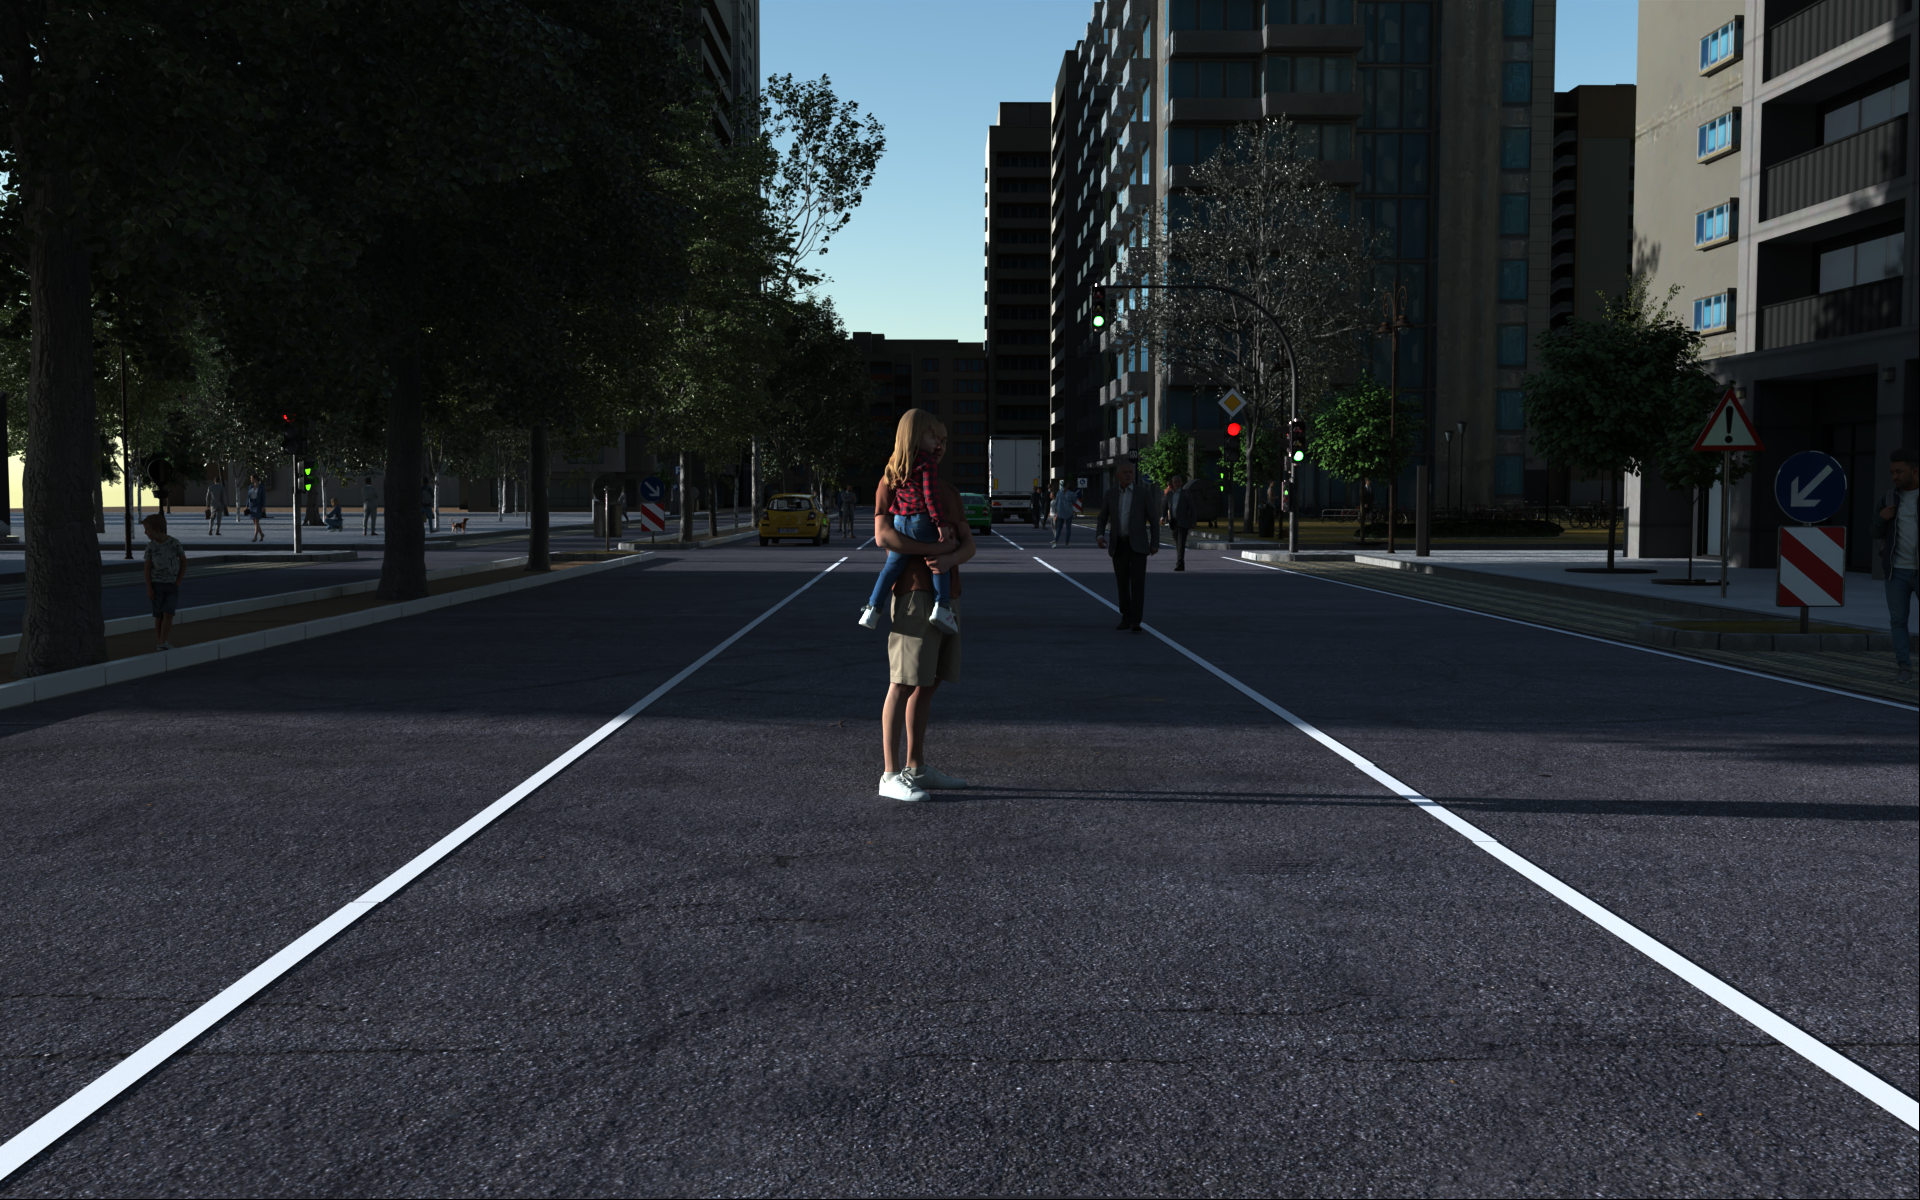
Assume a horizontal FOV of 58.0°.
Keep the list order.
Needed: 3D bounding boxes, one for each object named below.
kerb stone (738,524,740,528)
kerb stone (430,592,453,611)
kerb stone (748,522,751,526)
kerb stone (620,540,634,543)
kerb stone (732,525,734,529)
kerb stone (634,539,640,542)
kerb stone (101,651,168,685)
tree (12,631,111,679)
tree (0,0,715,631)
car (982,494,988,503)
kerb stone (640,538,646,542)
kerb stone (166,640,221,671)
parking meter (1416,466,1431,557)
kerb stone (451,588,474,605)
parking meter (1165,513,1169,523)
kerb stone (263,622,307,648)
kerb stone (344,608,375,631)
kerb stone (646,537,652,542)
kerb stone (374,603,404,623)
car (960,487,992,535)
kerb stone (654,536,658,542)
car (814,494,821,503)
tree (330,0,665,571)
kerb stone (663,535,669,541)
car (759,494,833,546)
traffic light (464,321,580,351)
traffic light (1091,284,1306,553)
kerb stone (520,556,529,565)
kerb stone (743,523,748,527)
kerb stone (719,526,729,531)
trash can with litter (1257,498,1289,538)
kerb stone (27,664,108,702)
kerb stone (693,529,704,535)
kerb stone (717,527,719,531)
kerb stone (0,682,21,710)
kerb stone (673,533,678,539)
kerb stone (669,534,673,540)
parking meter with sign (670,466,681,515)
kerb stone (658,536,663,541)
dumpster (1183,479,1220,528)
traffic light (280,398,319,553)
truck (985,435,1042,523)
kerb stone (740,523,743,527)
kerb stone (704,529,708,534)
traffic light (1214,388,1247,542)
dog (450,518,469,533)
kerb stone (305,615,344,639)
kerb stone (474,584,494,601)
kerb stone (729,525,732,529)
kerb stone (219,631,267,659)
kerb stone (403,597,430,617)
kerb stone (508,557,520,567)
[{"bbox_3d":[-9.409,-3.072,72.419,0.120,0.150,1.000,0,4,-1],"label":"kerb stone"},{"bbox_3d":[-6.572,0.035,21.649,0.120,0.150,1.000,0,4,-1],"label":"kerb stone"},{"bbox_3d":[-9.469,-3.323,76.525,0.120,0.150,1.000,0,4,-1],"label":"kerb stone"},{"bbox_3d":[-9.032,-1.503,46.774,0.120,0.150,1.000,0,4,-1],"label":"kerb stone"},{"bbox_3d":[-9.368,-2.944,70.366,0.120,0.150,1.000,0,4,-1],"label":"kerb stone"},{"bbox_3d":[-9.045,-1.564,47.796,0.120,0.150,1.000,0,4,-1],"label":"kerb stone"},{"bbox_3d":[-6.446,0.536,13.439,0.120,0.150,1.000,0,4,-1],"label":"kerb stone"},{"bbox_3d":[-7.061,-6.370,13.266,9.857,13.997,8.962,0,3,0],"label":"tree"},{"bbox_3d":[-7.580,-6.978,23.198,9.857,13.997,8.962,0,3,0],"label":"tree"},{"bbox_3d":[1.842,-7.497,134.377,2.131,1.459,4.920,0,4,-3],"label":"car"},{"bbox_3d":[-9.062,-1.629,48.823,0.120,0.150,1.000,0,4,-1],"label":"kerb stone"},{"bbox_3d":[-6.463,0.475,14.464,0.120,0.150,1.000,0,4,-1],"label":"kerb stone"},{"bbox_3d":[9.559,-1.835,35.716,0.255,1.863,0.399,1,4,20],"label":"parking meter"},{"bbox_3d":[-6.584,-0.029,22.671,0.120,0.150,1.000,0,4,-1],"label":"kerb stone"},{"bbox_3d":[9.169,-4.270,75.517,0.399,1.863,0.255,1,4,11],"label":"parking meter"},{"bbox_3d":[-6.493,0.347,16.517,0.120,0.150,1.000,0,4,-1],"label":"kerb stone"},{"bbox_3d":[-6.520,0.226,18.569,0.120,0.150,1.000,0,4,-1],"label":"kerb stone"},{"bbox_3d":[-9.079,-1.689,49.846,0.120,0.150,1.000,0,4,-1],"label":"kerb stone"},{"bbox_3d":[-6.537,0.159,19.596,0.120,0.150,1.000,0,4,-1],"label":"kerb stone"},{"bbox_3d":[0.147,-3.231,61.617,1.959,1.807,4.718,0,4,-2],"label":"car"},{"bbox_3d":[-9.094,-1.750,50.881,0.120,0.150,1.000,0,4,-1],"label":"kerb stone"},{"bbox_3d":[-13.072,-8.532,151.496,2.014,1.417,4.499,0,4,-2],"label":"car"},{"bbox_3d":[-7.929,-6.826,32.193,7.486,12.596,7.792,0,3,0],"label":"tree"},{"bbox_3d":[-9.118,-1.879,52.925,0.120,0.150,1.000,0,4,-1],"label":"kerb stone"},{"bbox_3d":[-4.662,-2.382,49.174,2.015,1.641,3.980,0,4,1],"label":"car"},{"bbox_3d":[-12.399,-4.338,45.587,4.771,5.953,1.251,0,4,-1],"label":"traffic light"},{"bbox_3d":[5.196,-3.855,37.696,4.771,5.953,1.251,0,4,-1],"label":"traffic light"},{"bbox_3d":[-8.867,-0.781,34.983,0.120,0.150,1.000,0,4,-1],"label":"kerb stone"},{"bbox_3d":[-9.447,-3.260,75.499,0.120,0.150,1.000,0,4,-1],"label":"kerb stone"},{"bbox_3d":[-9.347,-2.821,68.320,0.120,0.150,1.000,0,4,-1],"label":"kerb stone"},{"bbox_3d":[9.282,-2.425,51.042,1.055,1.170,0.624,1,4,11],"label":"trash can with litter"},{"bbox_3d":[-6.431,0.598,12.418,0.120,0.150,1.000,0,4,-1],"label":"kerb stone"},{"bbox_3d":[-9.239,-2.379,61.142,0.120,0.150,1.000,0,4,-1],"label":"kerb stone"},{"bbox_3d":[-9.306,-2.633,65.250,0.120,0.150,1.000,0,4,-1],"label":"kerb stone"},{"bbox_3d":[-6.415,0.666,11.396,0.120,0.150,1.000,0,4,-1],"label":"kerb stone"},{"bbox_3d":[-9.150,-2.002,54.969,0.120,0.150,1.000,0,4,-1],"label":"kerb stone"},{"bbox_3d":[-9.143,-1.941,53.947,0.120,0.150,1.000,0,4,-1],"label":"kerb stone"},{"bbox_3d":[-17.413,-6.726,106.237,0.543,3.016,1.738,0,4,3],"label":"parking meter with sign"},{"bbox_3d":[-9.109,-1.817,51.903,0.120,0.150,1.000,0,4,-1],"label":"kerb stone"},{"bbox_3d":[9.114,-3.653,65.480,1.264,1.857,1.865,0,4,-1],"label":"dumpster"},{"bbox_3d":[-14.372,-2.973,37.537,0.839,4.253,0.868,0,4,-1],"label":"traffic light"},{"bbox_3d":[2.695,-6.049,87.819,2.839,4.237,11.283,0,4,1],"label":"truck"},{"bbox_3d":[-9.436,-3.135,73.445,0.120,0.150,1.000,0,4,-1],"label":"kerb stone"},{"bbox_3d":[-9.261,-2.445,62.164,0.120,0.150,1.000,0,4,-1],"label":"kerb stone"},{"bbox_3d":[7.170,-3.482,45.852,0.839,4.253,0.868,0,4,-1],"label":"traffic light"},{"bbox_3d":[-16.320,-2.424,56.460,0.540,0.507,0.406,-2,4,-25],"label":"dog"},{"bbox_3d":[-6.503,0.284,17.547,0.120,0.150,1.000,0,4,-1],"label":"kerb stone"},{"bbox_3d":[-6.598,-0.092,23.694,0.120,0.150,1.000,0,4,-1],"label":"kerb stone"},{"bbox_3d":[-9.367,-2.878,69.344,0.120,0.150,1.000,0,4,-1],"label":"kerb stone"},{"bbox_3d":[-6.472,0.410,15.486,0.120,0.150,1.000,0,4,-1],"label":"kerb stone"},{"bbox_3d":[-6.545,0.099,20.618,0.120,0.150,1.000,0,4,-1],"label":"kerb stone"},{"bbox_3d":[-8.854,-0.719,33.960,0.120,0.150,1.000,0,4,-1],"label":"kerb stone"}]
